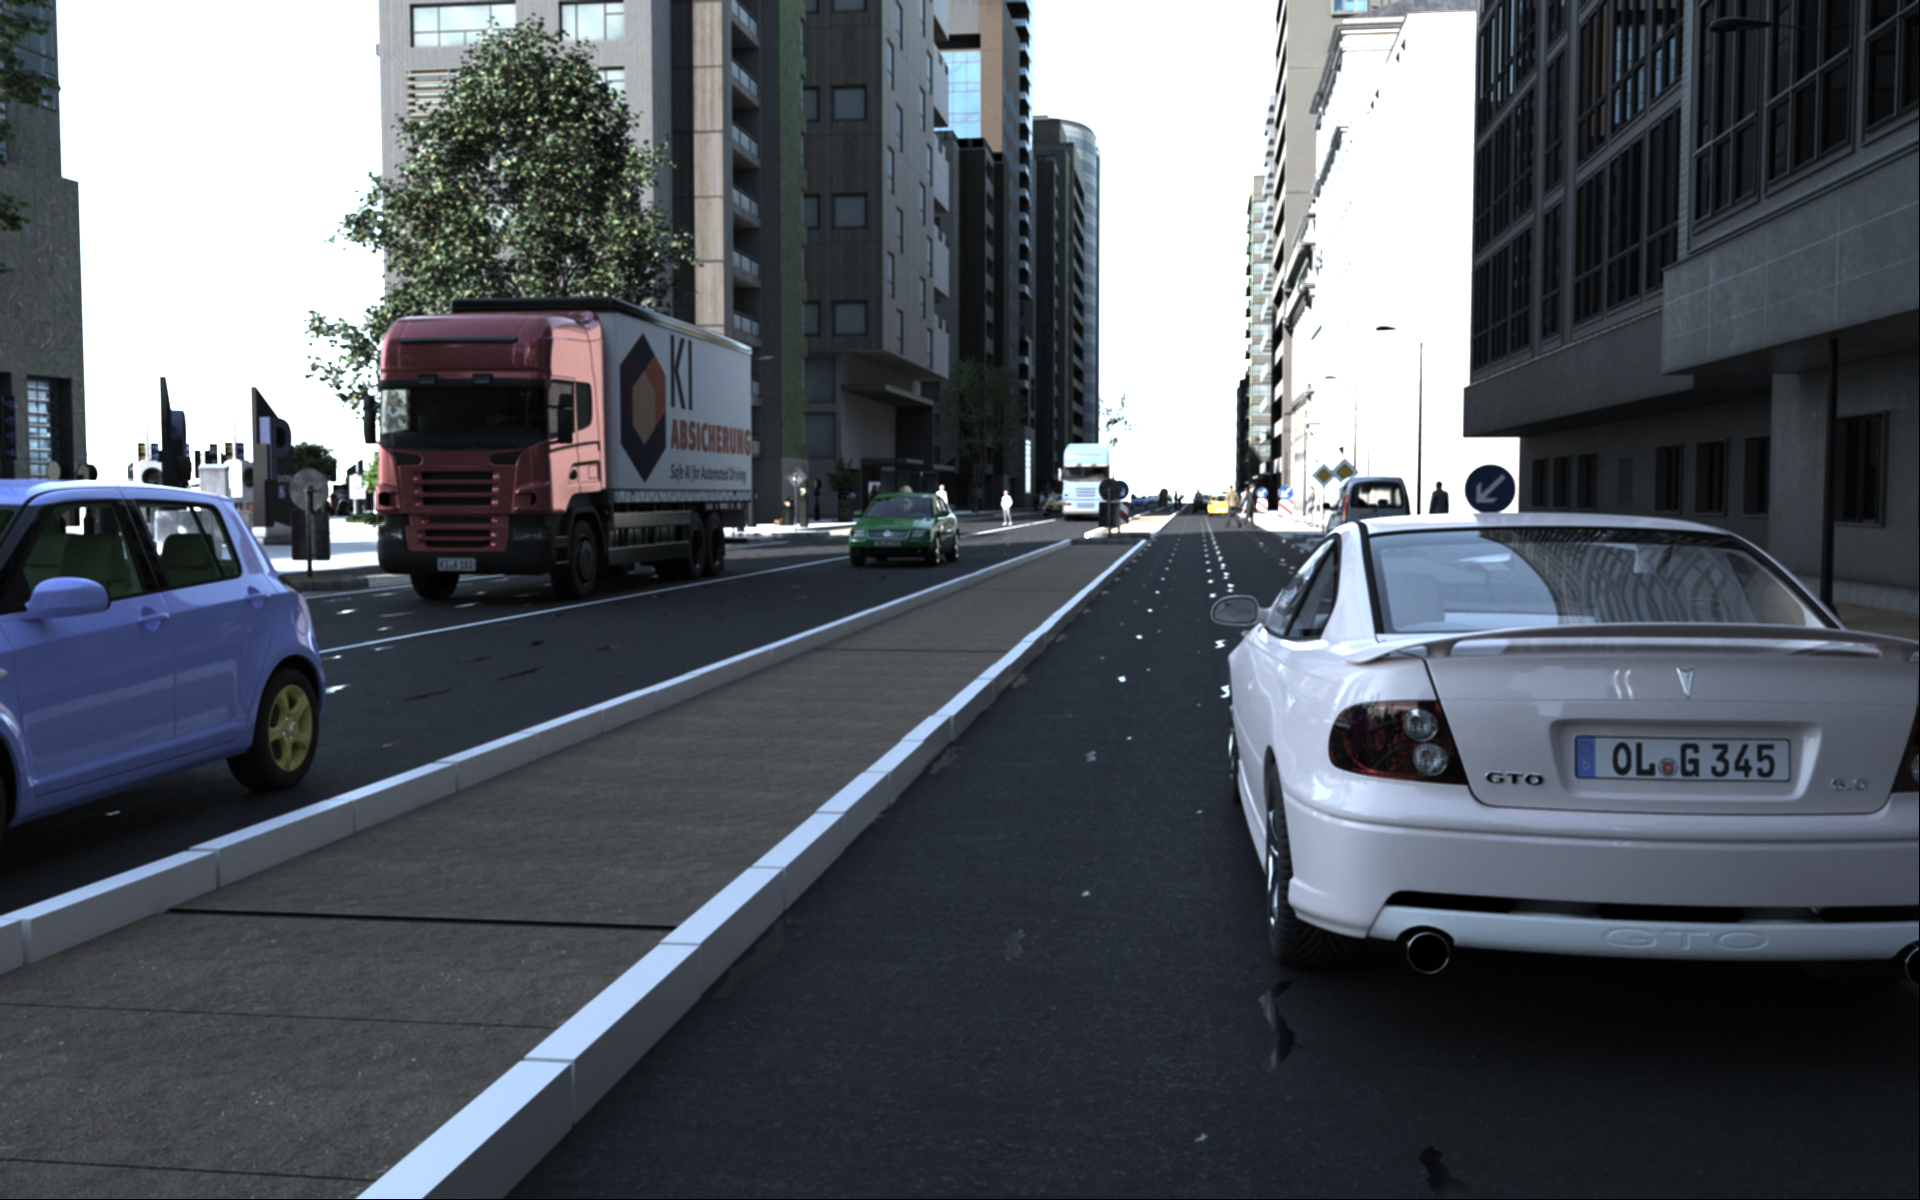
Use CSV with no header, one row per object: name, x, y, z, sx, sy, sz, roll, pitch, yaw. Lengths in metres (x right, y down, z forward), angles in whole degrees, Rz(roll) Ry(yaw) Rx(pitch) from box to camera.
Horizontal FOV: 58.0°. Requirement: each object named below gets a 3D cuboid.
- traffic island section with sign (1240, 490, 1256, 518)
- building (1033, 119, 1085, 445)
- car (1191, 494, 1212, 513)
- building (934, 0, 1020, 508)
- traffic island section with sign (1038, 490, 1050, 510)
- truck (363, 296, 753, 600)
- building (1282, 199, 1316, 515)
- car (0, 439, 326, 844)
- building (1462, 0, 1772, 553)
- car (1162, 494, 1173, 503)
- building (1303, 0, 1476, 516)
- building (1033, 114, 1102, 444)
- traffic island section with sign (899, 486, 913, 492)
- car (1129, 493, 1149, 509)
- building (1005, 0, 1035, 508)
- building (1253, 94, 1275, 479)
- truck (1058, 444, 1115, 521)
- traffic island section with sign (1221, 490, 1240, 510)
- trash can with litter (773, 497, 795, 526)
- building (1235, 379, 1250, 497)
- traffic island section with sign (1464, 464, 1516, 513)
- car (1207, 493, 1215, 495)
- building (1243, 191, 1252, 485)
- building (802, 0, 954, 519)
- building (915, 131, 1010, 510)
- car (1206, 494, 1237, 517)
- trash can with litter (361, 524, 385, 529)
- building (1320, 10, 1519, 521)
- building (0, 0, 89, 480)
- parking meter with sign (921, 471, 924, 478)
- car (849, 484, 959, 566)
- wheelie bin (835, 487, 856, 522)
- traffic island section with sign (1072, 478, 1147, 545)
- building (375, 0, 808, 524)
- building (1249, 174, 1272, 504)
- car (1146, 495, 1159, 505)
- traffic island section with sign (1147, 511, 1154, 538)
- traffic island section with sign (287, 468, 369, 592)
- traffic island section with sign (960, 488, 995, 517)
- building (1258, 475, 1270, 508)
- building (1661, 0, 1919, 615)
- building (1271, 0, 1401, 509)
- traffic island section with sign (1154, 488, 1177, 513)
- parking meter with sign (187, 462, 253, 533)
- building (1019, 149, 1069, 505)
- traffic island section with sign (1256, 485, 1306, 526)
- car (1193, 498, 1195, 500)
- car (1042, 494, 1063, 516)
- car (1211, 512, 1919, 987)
traffic island section with sign,18.213,-5.906,105.196,1.989,1.847,2.006,0,4,8
building,5.032,-37.004,228.709,21.300,48.544,21.600,0,4,8
car,19.043,-7.515,134.671,2.131,1.459,4.920,0,4,7
building,-2.269,-30.905,155.409,14.600,45.320,14.200,0,4,8
traffic island section with sign,7.942,-9.100,157.410,1.989,1.847,2.006,0,4,8
truck,-5.803,-2.329,26.993,2.839,4.237,11.283,0,4,7
building,29.149,-16.879,117.775,13.314,21.916,24.055,0,4,8
car,-4.221,0.144,7.235,1.945,1.707,3.694,0,4,7
building,19.030,-14.704,33.919,14.314,27.812,24.014,0,4,8
car,33.722,-16.712,282.032,1.959,1.807,4.718,0,4,7
building,26.414,-18.903,94.968,13.634,28.700,20.117,0,4,8
building,10.489,-44.479,269.224,21.231,58.520,28.212,0,4,8
traffic island section with sign,-2.553,-4.416,80.825,1.989,1.847,2.006,0,4,8
car,17.606,-9.820,170.154,1.945,1.707,3.694,0,4,6
building,-2.841,-52.900,177.587,22.319,86.520,31.000,0,4,8
building,44.408,-34.795,188.506,23.786,49.044,30.456,0,4,8
truck,7.462,-6.652,98.521,2.967,4.110,18.799,0,4,6
traffic island section with sign,28.736,-10.601,181.951,1.989,1.847,2.006,0,4,8
trash can with litter,-7.155,-3.600,70.248,1.055,1.170,0.624,2,4,35
building,57.655,-26.153,272.644,27.650,21.520,28.899,0,4,8
traffic island section with sign,7.061,-0.932,23.866,1.989,1.847,2.006,0,4,8
car,24.605,-9.804,169.879,1.945,1.707,3.694,0,4,6
building,51.332,-36.029,243.700,22.147,44.769,28.867,0,4,8
building,-15.438,-31.344,101.707,28.713,52.752,27.495,0,4,8
building,-3.662,-22.600,141.218,14.160,30.474,14.107,0,4,8
car,16.693,-6.132,110.485,2.015,1.641,3.980,1,4,9
trash can with litter,-21.502,-3.310,65.169,2.233,1.210,1.678,2,4,24
building,22.018,-13.600,77.107,10.420,20.320,16.860,0,4,8
building,-56.015,-46.657,75.512,31.000,86.520,22.319,0,4,8
parking meter with sign,-3.315,-8.178,129.975,0.543,3.016,1.738,1,4,22
car,-1.111,-1.650,35.767,1.959,1.807,4.718,0,4,7
wheelie bin,-5.177,-4.314,78.450,0.980,1.594,0.693,0,4,1
traffic island section with sign,4.249,-2.535,49.580,2.006,1.907,1.989,0,4,8
building,-14.884,-23.816,72.979,14.154,41.232,14.086,0,4,8
building,44.452,-32.994,223.042,14.154,41.232,14.086,0,4,8
car,25.870,-13.440,232.101,2.083,1.381,4.827,1,4,8
traffic island section with sign,5.265,-2.984,56.917,2.006,1.907,1.989,0,4,8
traffic island section with sign,-10.063,-1.066,26.055,1.989,1.847,2.006,0,4,8
traffic island section with sign,1.111,-6.049,107.531,1.989,1.847,2.006,0,4,8
building,44.481,-28.701,161.149,32.217,40.220,23.993,0,4,8
building,14.047,-11.471,6.620,14.314,24.678,30.058,0,4,8
building,36.397,-31.519,139.033,21.300,48.544,21.600,0,4,8
traffic island section with sign,15.459,-7.537,131.364,2.006,1.907,1.989,0,4,8
parking meter with sign,-19.049,-2.937,44.273,1.738,3.016,0.543,-1,4,-14
building,5.041,-31.621,200.603,14.154,41.232,14.086,0,4,8
traffic island section with sign,14.392,-4.200,77.299,1.989,1.847,2.006,0,4,8
car,30.910,-12.826,222.285,1.945,1.354,3.894,1,4,9
car,6.388,-6.303,113.285,2.015,1.641,3.980,0,4,7
car,2.014,0.356,6.534,2.083,1.381,4.827,0,4,6
